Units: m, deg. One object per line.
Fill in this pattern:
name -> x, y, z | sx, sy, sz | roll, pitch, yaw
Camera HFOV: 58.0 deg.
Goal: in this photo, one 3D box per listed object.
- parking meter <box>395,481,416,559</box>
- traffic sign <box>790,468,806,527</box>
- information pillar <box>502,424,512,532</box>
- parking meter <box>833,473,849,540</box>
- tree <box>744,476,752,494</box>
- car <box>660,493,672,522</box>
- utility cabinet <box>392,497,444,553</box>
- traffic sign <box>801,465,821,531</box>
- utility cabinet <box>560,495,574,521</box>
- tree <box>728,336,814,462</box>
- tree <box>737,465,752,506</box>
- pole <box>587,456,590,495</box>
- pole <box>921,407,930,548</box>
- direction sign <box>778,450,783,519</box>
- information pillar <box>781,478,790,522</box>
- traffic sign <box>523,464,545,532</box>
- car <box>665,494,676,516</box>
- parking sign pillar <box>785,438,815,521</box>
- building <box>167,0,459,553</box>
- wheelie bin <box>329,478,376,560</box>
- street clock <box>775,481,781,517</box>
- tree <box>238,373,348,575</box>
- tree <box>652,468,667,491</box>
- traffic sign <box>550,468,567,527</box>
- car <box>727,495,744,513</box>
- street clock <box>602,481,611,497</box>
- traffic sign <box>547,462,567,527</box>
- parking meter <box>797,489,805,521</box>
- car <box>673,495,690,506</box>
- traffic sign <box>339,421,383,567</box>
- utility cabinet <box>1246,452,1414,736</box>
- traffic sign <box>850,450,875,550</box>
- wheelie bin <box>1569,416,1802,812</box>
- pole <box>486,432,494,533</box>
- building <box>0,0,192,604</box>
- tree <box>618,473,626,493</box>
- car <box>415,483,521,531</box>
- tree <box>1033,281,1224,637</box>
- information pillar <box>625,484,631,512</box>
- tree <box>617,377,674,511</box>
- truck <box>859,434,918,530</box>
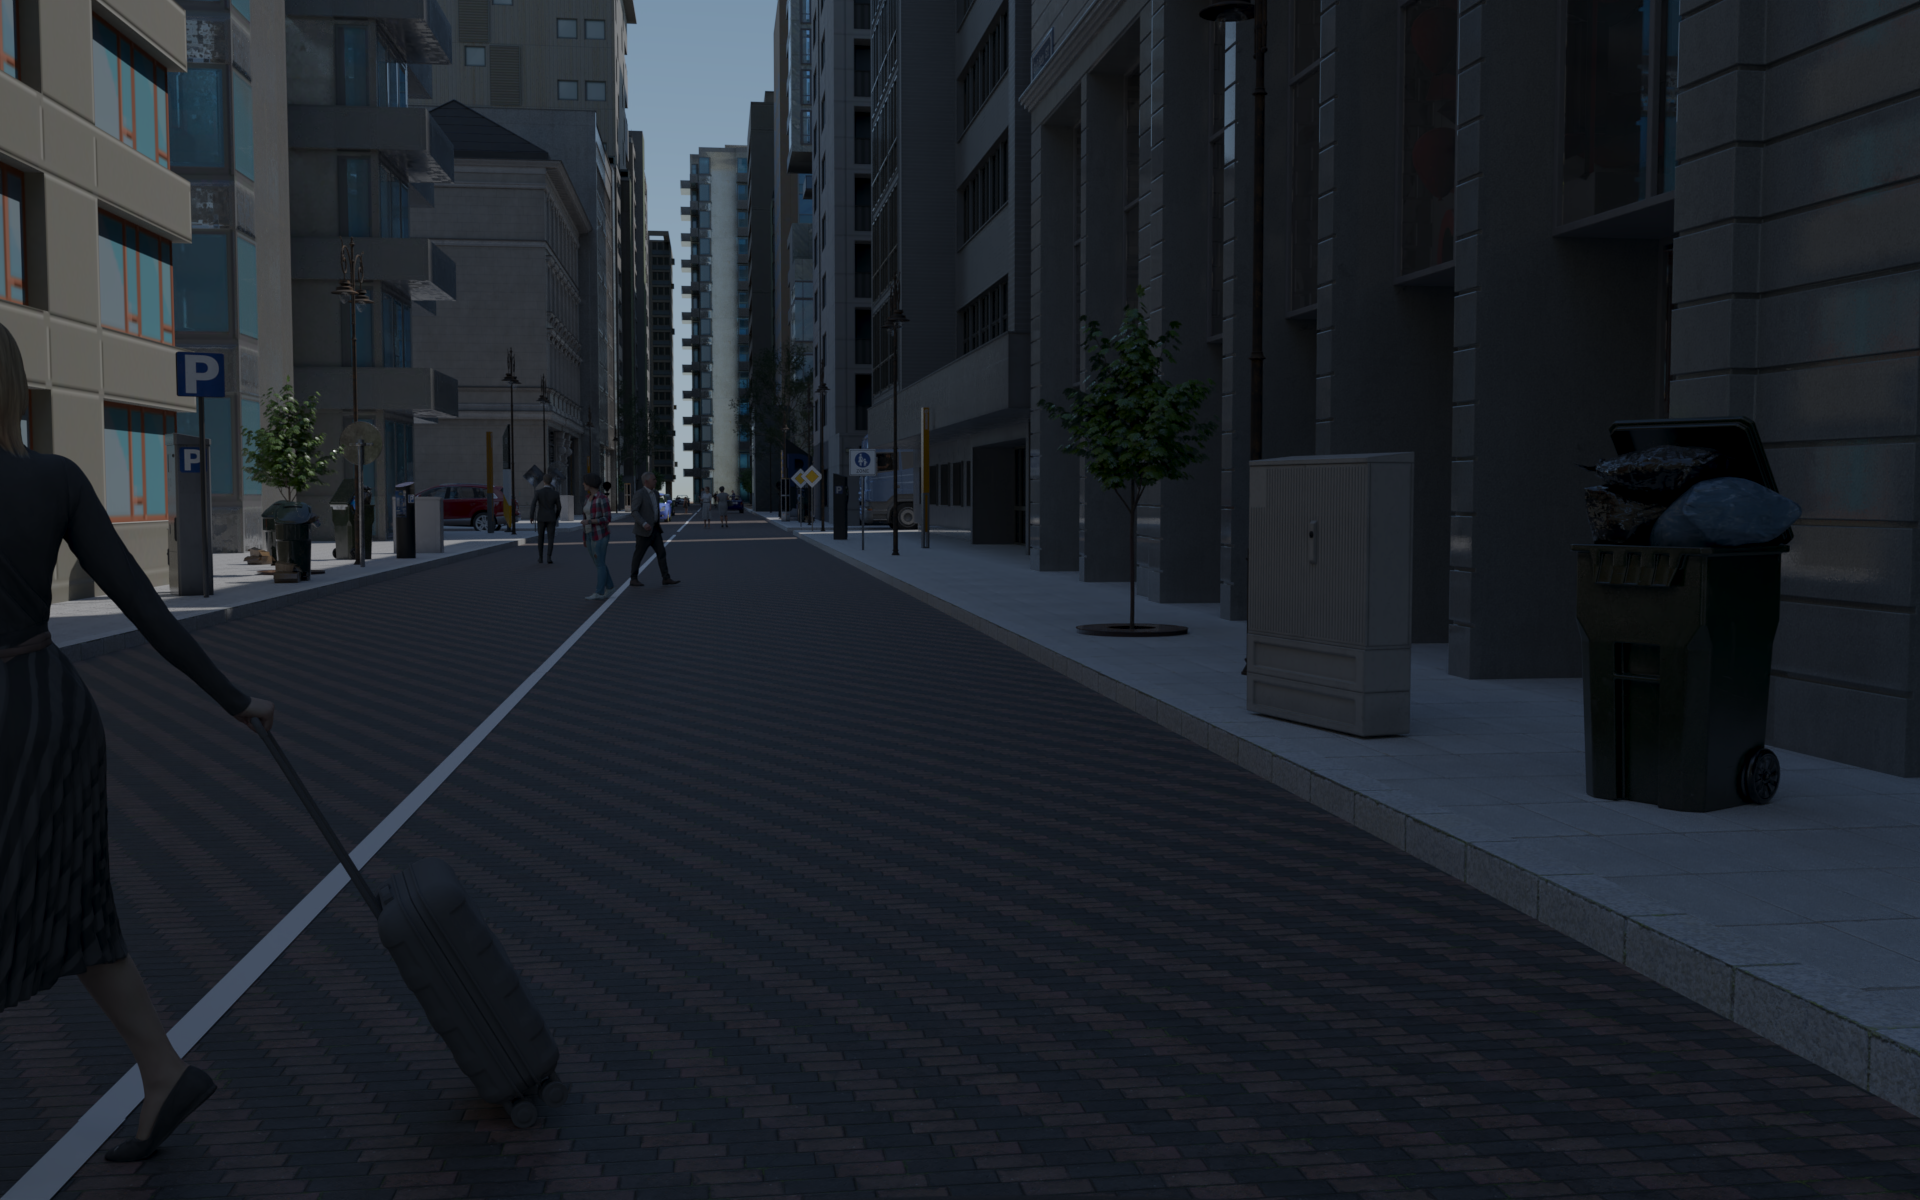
parking meter -> -11.060, -1.598, 34.543 | 0.372, 1.533, 0.369 | 0, 3, 0
traffic sign -> -6.225, -3.919, 67.722 | 0.795, 2.450, 0.064 | 0, 4, -8
information pillar -> -15.204, -4.085, 58.144 | 0.183, 3.616, 0.504 | -3, 4, -37
parking meter -> -3.343, -2.624, 48.617 | 0.399, 1.863, 0.255 | 1, 4, 15
tree -> -22.126, -11.581, 183.949 | 1.663, 3.219, 1.824 | 0, 3, 0
car -> -15.664, -4.819, 88.386 | 1.945, 1.707, 3.694 | 0, 4, -7
utility cabinet -> -11.784, -1.623, 37.690 | 1.020, 1.237, 0.306 | 0, 4, -5
traffic sign -> -5.106, -3.436, 59.815 | 0.795, 2.450, 0.064 | 0, 4, -8
utility cabinet -> -18.604, -4.333, 82.005 | 0.306, 1.237, 1.020 | -2, 4, -34
tree -> -9.677, -10.215, 101.433 | 8.767, 10.594, 7.601 | 0, 4, 4
tree -> -23.078, -12.737, 191.971 | 4.285, 4.588, 4.351 | 0, 3, 0
pole -> -20.090, -6.116, 93.848 | 0.158, 3.312, 0.155 | 0, 3, 0
pole -> -0.818, -2.875, 40.845 | 0.158, 3.312, 0.155 | 0, 3, 0
direction sign -> -9.190, -5.955, 89.368 | 0.379, 3.537, 0.876 | 0, 4, 0
information pillar -> -8.142, -4.668, 80.816 | 0.304, 2.012, 0.304 | 2, 4, 34
traffic sign -> -14.362, -3.357, 58.531 | 0.795, 2.450, 0.064 | 0, 4, -8
car -> -19.830, -6.287, 114.588 | 2.131, 1.459, 4.920 | 0, 4, -7
parking sign pillar -> -7.745, -5.815, 83.543 | 1.447, 3.967, 1.447 | -1, 4, -15
building -> -29.509, -25.958, 44.026 | 30.456, 49.044, 23.786 | 0, 4, -8
wheelie bin -> -11.943, -1.601, 34.078 | 0.980, 1.594, 0.693 | 3, 4, 38
street clock -> -10.022, -5.624, 96.517 | 0.471, 2.002, 0.358 | 0, 4, 8
tree -> -10.648, -2.032, 27.818 | 1.663, 3.219, 1.824 | 0, 3, 0
tree -> -38.310, -14.285, 217.273 | 4.285, 4.588, 4.351 | 0, 3, 0
traffic sign -> -15.481, -3.841, 66.437 | 0.795, 2.450, 0.064 | 0, 4, -8
car -> -17.158, -7.191, 130.148 | 1.945, 1.354, 3.894 | -1, 4, -9
street clock -> -20.222, -5.791, 99.248 | 0.471, 2.002, 0.358 | -2, 4, -24
traffic sign -> -15.817, -4.155, 68.041 | 0.768, 2.556, 0.104 | 0, 4, -4
parking meter -> -7.497, -4.487, 81.776 | 0.372, 1.533, 0.369 | 0, 3, 0
car -> -32.380, -11.574, 201.813 | 1.945, 1.354, 3.894 | 0, 4, -7
traffic sign -> -10.480, -1.847, 30.310 | 0.768, 2.556, 0.104 | 0, 4, 1
utility cabinet -> 2.012, -0.055, 9.571 | 0.318, 1.500, 1.173 | -1, 4, -21
traffic sign -> -2.217, -2.285, 39.488 | 0.606, 2.300, 0.079 | 0, 4, -2
wheelie bin -> 3.007, 0.042, 7.220 | 0.693, 1.594, 0.980 | -3, 4, -36
pole -> -15.361, -3.839, 56.613 | 0.158, 3.312, 0.155 | 0, 3, 0
building -> -23.092, -10.040, 9.193 | 27.650, 21.520, 28.899 | 0, 4, -8
tree -> -26.936, -8.680, 136.524 | 1.663, 3.219, 1.824 | 0, 3, 0
car -> -18.589, -3.293, 62.515 | 5.304, 1.827, 2.281 | 0, 4, -7
tree -> 1.624, -1.296, 15.797 | 1.663, 3.219, 1.824 | 0, 3, 0
information pillar -> -23.549, -7.231, 122.716 | 0.304, 2.012, 0.304 | 3, 5, 44
tree -> -25.881, -12.042, 131.300 | 8.767, 10.594, 7.601 | 0, 4, -8
truck -> 4.876, -4.671, 66.131 | 18.799, 4.110, 2.967 | -1, 4, -9
